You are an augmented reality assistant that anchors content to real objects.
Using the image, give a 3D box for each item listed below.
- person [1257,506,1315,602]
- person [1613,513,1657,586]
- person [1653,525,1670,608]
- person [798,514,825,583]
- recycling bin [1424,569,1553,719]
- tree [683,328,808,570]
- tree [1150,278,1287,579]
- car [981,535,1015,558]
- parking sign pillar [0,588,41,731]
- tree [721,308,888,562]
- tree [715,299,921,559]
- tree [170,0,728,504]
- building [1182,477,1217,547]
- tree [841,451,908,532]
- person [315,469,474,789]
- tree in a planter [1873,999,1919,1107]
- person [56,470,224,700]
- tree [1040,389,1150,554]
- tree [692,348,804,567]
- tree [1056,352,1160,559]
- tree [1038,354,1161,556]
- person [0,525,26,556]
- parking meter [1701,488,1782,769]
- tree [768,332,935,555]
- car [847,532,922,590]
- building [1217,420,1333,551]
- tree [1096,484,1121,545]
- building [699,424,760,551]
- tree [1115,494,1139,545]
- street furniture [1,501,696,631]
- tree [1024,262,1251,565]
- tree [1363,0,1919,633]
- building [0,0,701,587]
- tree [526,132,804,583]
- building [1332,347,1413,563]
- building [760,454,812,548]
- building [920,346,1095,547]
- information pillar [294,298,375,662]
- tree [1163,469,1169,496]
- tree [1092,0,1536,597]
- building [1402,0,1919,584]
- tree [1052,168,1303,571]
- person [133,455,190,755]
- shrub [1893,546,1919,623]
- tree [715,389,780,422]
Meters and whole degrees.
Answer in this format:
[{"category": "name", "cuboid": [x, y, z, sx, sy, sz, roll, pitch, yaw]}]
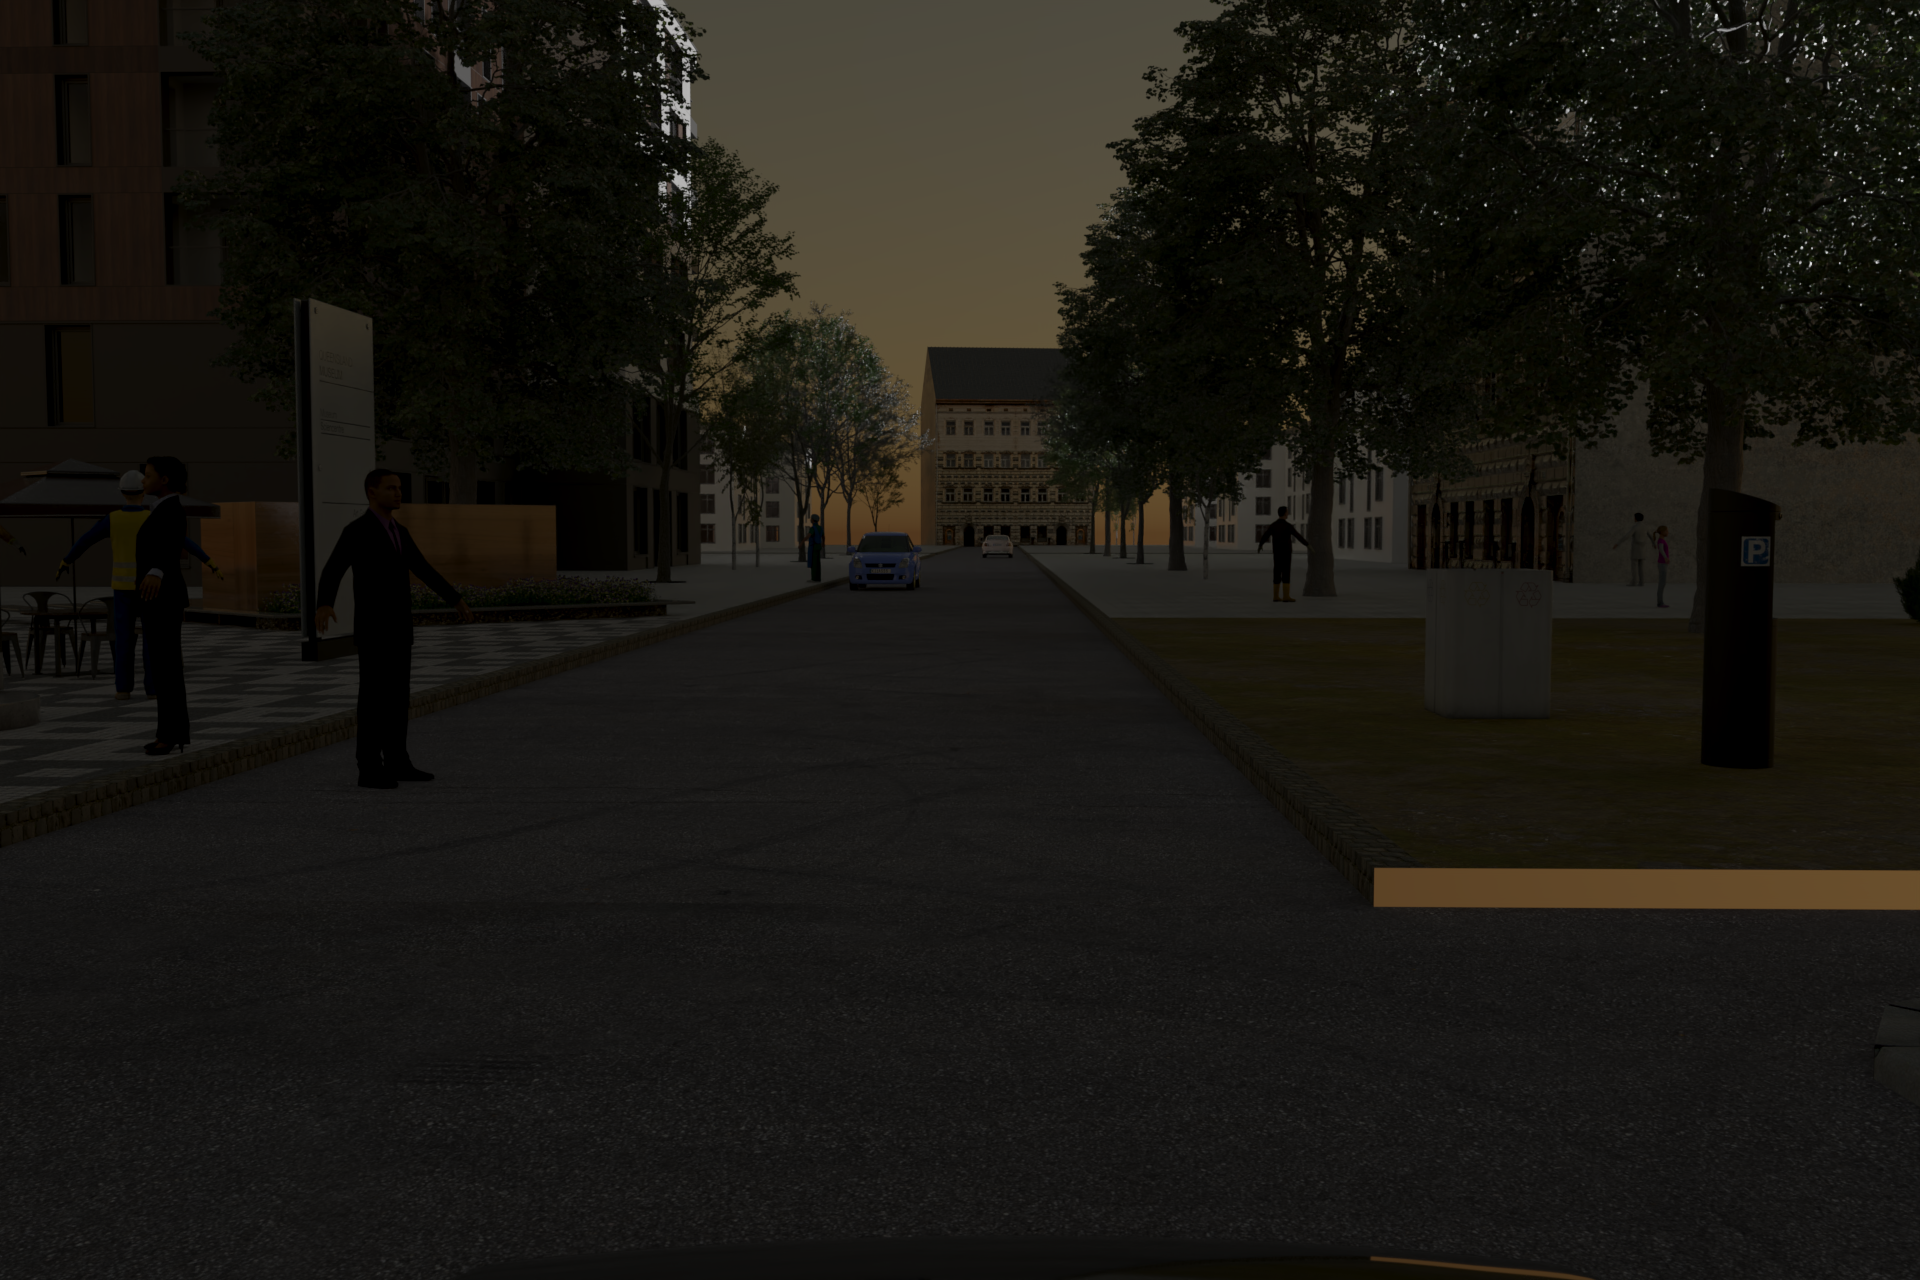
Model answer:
[{"category": "person", "cuboid": [6.109, -1.626, 32.722, 0.704, 1.812, 1.346, -3, 5, -41]}, {"category": "person", "cuboid": [16.642, -2.225, 42.573, 1.347, 1.806, 0.705, -1, 4, -23]}, {"category": "person", "cuboid": [12.331, -1.282, 30.235, 0.599, 1.433, 0.991, 1, 4, 23]}, {"category": "person", "cuboid": [-3.869, -2.433, 45.902, 0.704, 1.817, 1.347, 2, 4, 25]}, {"category": "recycling bin", "cuboid": [3.752, 0.014, 12.332, 0.722, 1.027, 0.722, 0, 4, 2]}, {"category": "tree", "cuboid": [-8.276, -6.801, 61.554, 4.360, 8.622, 3.978, 0, 3, 0]}, {"category": "tree", "cuboid": [6.769, -6.014, 48.698, 4.360, 8.622, 3.978, 0, 3, 0]}, {"category": "car", "cuboid": [2.279, -5.662, 104.942, 2.083, 1.381, 4.827, 0, 4, 1]}, {"category": "parking sign pillar", "cuboid": [-6.920, -1.401, 11.383, 1.447, 3.967, 1.447, 0, 4, 2]}, {"category": "tree", "cuboid": [-7.115, -9.356, 78.722, 9.928, 11.665, 9.643, 0, 3, 0]}, {"category": "tree", "cuboid": [-7.146, -10.992, 90.096, 12.009, 13.543, 11.850, 0, 3, 0]}, {"category": "tree", "cuboid": [-8.783, -7.572, 30.451, 9.857, 13.997, 8.962, 0, 3, 0]}, {"category": "building", "cuboid": [27.920, -14.120, 173.005, 9.099, 9.664, 28.070, 0, 4, 2]}, {"category": "tree", "cuboid": [-10.068, -17.013, 203.913, 9.928, 11.665, 9.643, 0, 3, 0]}, {"category": "person", "cuboid": [-3.267, -0.075, 9.903, 0.704, 1.802, 1.346, 1, 4, 19]}, {"category": "tree in a planter", "cuboid": [3.388, -0.418, 4.054, 1.991, 3.239, 1.994, 0, 4, 1]}, {"category": "person", "cuboid": [-6.405, -0.432, 13.522, 1.216, 1.772, 0.721, -1, 4, -12]}, {"category": "tree", "cuboid": [8.683, -11.338, 111.139, 9.928, 11.665, 9.643, 0, 3, 0]}, {"category": "tree", "cuboid": [-8.077, -7.128, 66.902, 4.737, 8.622, 4.395, 0, 3, 0]}, {"category": "tree", "cuboid": [8.707, -10.087, 90.680, 9.928, 11.665, 9.643, 0, 3, 0]}, {"category": "tree", "cuboid": [8.385, -11.089, 99.426, 7.486, 12.596, 7.792, 0, 3, 0]}, {"category": "person", "cuboid": [-17.197, -1.513, 30.500, 1.354, 1.858, 0.705, -1, 4, -22]}, {"category": "parking meter", "cuboid": [4.322, -0.072, 9.589, 0.372, 1.533, 0.369, 0, 3, 0]}, {"category": "tree", "cuboid": [-6.708, -11.846, 104.058, 12.009, 13.543, 11.850, 0, 3, 0]}, {"category": "car", "cuboid": [-1.942, -2.179, 45.225, 1.945, 1.707, 3.694, 0, 4, 2]}, {"category": "building", "cuboid": [26.889, -12.099, 139.962, 9.099, 9.664, 28.070, 0, 4, 1]}, {"category": "tree", "cuboid": [18.053, -15.394, 202.059, 4.737, 8.622, 4.395, 0, 3, 0]}, {"category": "building", "cuboid": [-21.004, -12.339, 143.887, 9.099, 9.664, 28.070, 0, 4, 1]}, {"category": "tree", "cuboid": [19.586, -15.104, 197.311, 4.737, 8.622, 4.395, 0, 3, 0]}, {"category": "street furniture", "cuboid": [-7.945, -1.218, 26.762, 9.812, 1.723, 11.010, 3, 5, 45]}, {"category": "tree", "cuboid": [7.788, -9.963, 73.265, 12.009, 13.543, 11.850, 0, 3, 0]}, {"category": "tree", "cuboid": [9.946, -7.067, 22.198, 9.857, 13.997, 8.962, 0, 3, 0]}, {"category": "building", "cuboid": [-25.526, -13.078, 57.795, 27.936, 21.610, 32.646, 0, 4, 2]}, {"category": "tree", "cuboid": [-7.644, -7.304, 45.170, 9.928, 11.665, 9.643, 0, 3, 0]}, {"category": "building", "cuboid": [23.720, -8.251, 77.048, 9.099, 9.664, 28.070, 0, 4, 1]}, {"category": "building", "cuboid": [-19.256, -14.153, 173.541, 9.099, 9.664, 28.070, 0, 4, 2]}, {"category": "building", "cuboid": [5.198, -22.598, 202.855, 18.063, 23.208, 19.493, 0, 4, -6]}, {"category": "information pillar", "cuboid": [-6.506, -1.640, 18.129, 0.184, 3.620, 1.656, 0, 4, 2]}, {"category": "tree", "cuboid": [28.379, -17.963, 200.353, 9.857, 13.997, 8.962, 0, 3, 0]}, {"category": "tree", "cuboid": [7.530, -7.876, 35.422, 9.857, 13.997, 8.962, 0, 3, 0]}, {"category": "building", "cuboid": [25.366, -13.595, 53.212, 19.493, 23.208, 18.063, 0, 4, 2]}, {"category": "tree", "cuboid": [7.617, -9.393, 60.238, 9.857, 13.997, 8.962, 0, 3, 0]}, {"category": "person", "cuboid": [-4.737, -0.209, 10.132, 0.721, 1.740, 1.216, -2, 4, -27]}, {"category": "shrub", "cuboid": [13.838, -0.826, 24.616, 1.383, 1.207, 1.383, 0, 3, 0]}, {"category": "tree", "cuboid": [-22.134, -21.131, 201.378, 12.611, 20.169, 13.585, 0, 3, 0]}]
